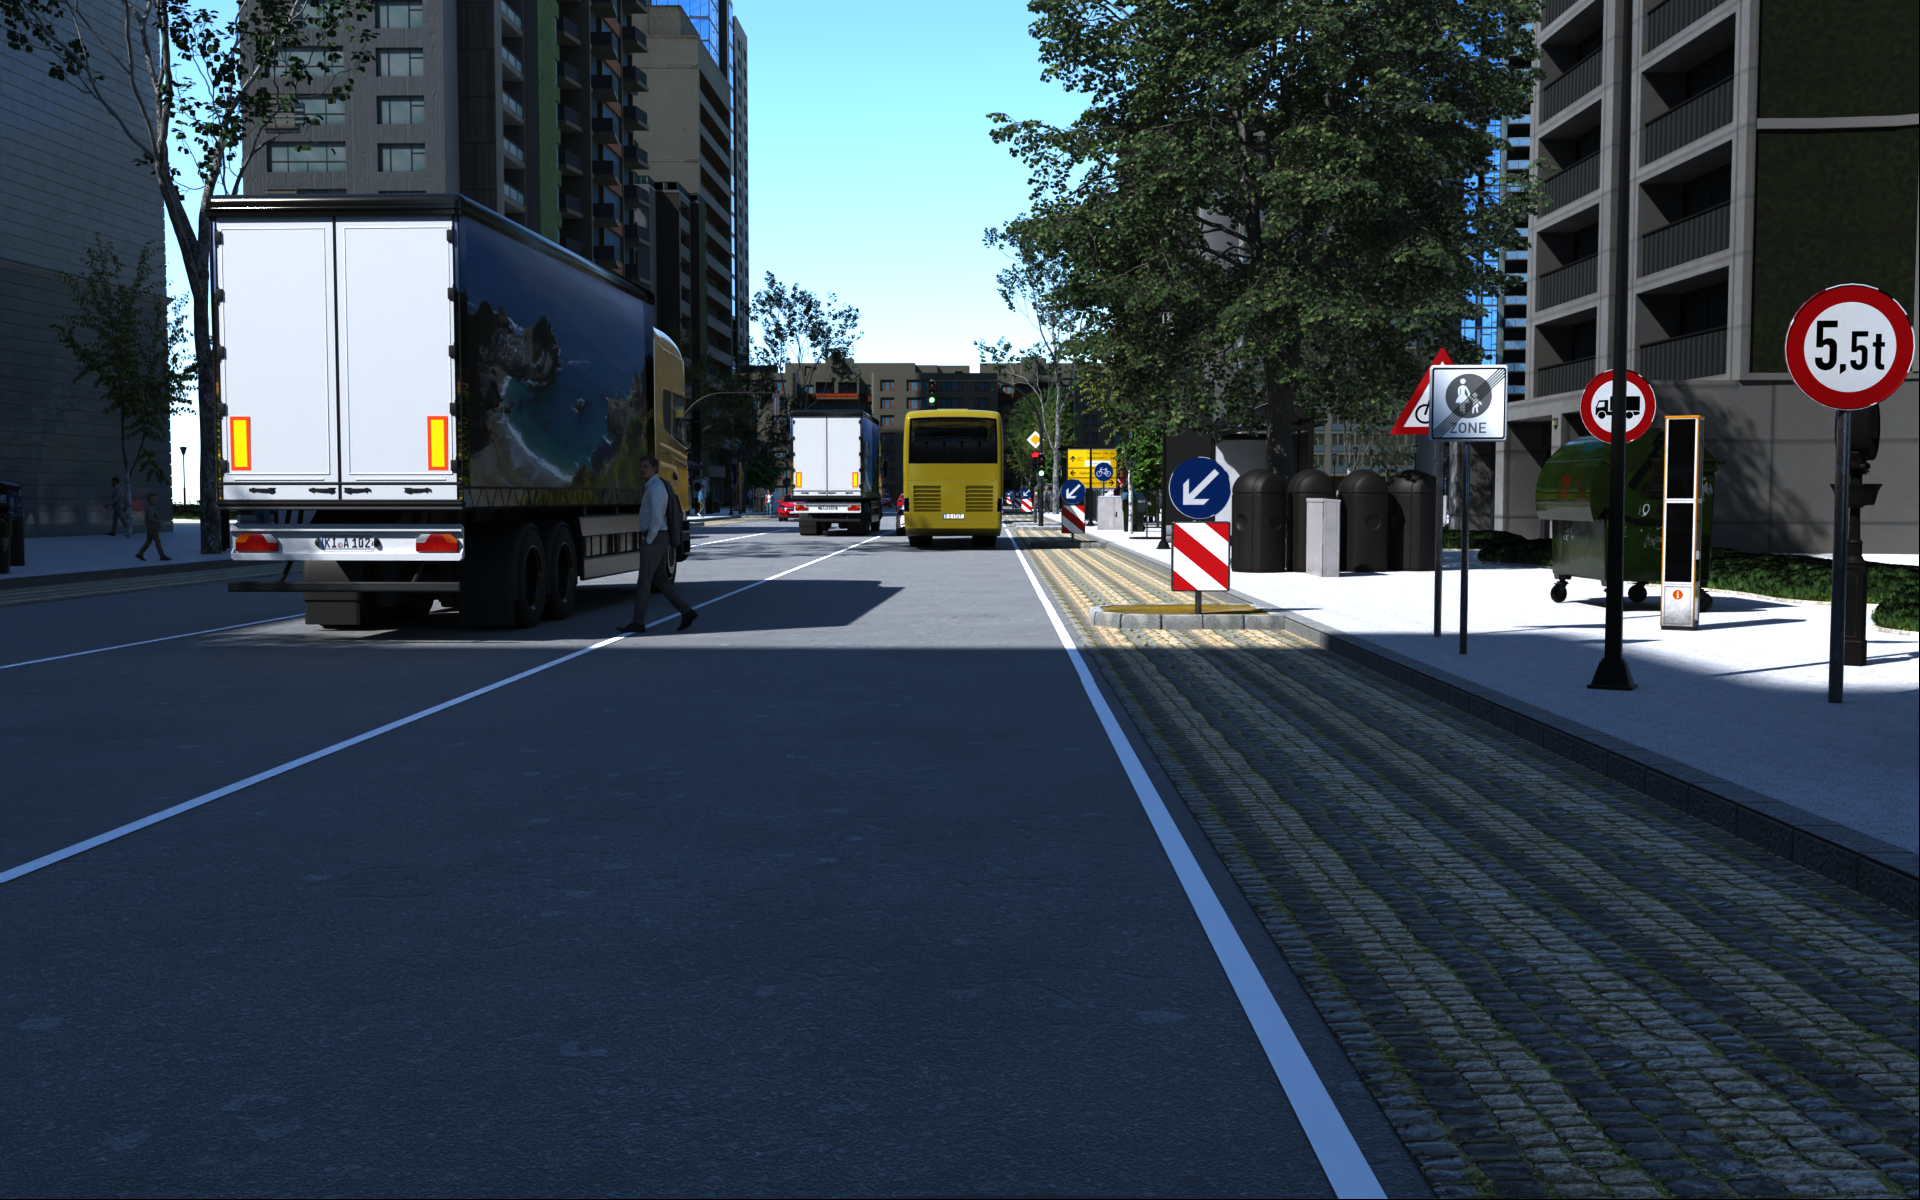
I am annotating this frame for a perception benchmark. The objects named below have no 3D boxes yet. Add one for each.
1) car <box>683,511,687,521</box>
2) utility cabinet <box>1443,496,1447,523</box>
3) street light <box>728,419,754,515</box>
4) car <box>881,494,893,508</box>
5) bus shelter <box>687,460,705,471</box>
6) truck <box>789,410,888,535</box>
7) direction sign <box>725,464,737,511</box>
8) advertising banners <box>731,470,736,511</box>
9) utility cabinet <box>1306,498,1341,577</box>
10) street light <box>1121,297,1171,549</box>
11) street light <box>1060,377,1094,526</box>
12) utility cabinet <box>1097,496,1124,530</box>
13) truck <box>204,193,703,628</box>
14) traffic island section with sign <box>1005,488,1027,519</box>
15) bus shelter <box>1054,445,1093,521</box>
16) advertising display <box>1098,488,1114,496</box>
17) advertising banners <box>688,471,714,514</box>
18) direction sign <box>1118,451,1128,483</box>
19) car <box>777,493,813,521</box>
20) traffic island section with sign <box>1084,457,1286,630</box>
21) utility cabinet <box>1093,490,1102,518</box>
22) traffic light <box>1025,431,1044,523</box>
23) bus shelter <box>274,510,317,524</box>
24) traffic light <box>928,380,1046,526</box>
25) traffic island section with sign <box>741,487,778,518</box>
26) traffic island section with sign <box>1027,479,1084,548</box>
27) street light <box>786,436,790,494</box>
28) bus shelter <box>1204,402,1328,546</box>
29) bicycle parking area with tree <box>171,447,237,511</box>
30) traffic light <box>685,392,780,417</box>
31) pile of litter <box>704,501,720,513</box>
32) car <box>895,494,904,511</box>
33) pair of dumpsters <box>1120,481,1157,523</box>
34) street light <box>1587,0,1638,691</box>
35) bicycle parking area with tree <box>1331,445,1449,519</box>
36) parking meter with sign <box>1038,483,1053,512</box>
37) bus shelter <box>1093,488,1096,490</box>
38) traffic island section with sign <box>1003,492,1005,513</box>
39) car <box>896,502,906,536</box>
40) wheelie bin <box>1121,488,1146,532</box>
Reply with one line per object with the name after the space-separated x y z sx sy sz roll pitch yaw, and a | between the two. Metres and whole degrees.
-10.004 -2.663 55.905 2.083 1.381 4.827 0 4 1 | car
20.845 -3.969 76.047 1.020 1.237 0.306 1 4 20 | utility cabinet
-13.570 -8.200 106.605 1.470 5.913 1.316 0 4 1 | street light
-7.964 -10.477 180.332 2.155 1.783 4.494 0 4 1 | car
-16.328 -6.566 101.277 2.014 3.302 5.546 0 4 1 | bus shelter
-4.327 -4.550 63.299 2.839 4.237 11.283 0 4 1 | truck
-17.285 -8.492 130.834 0.876 3.537 0.379 1 4 8 | direction sign
-16.834 -8.147 129.387 0.090 3.025 2.074 0 4 5 | advertising banners
5.710 -0.982 27.210 0.306 1.237 1.020 0 4 -3 | utility cabinet
4.211 -4.143 40.277 1.470 5.913 1.316 0 4 1 | street light
4.666 -5.896 68.940 1.470 5.913 1.316 0 4 1 | street light
5.446 -3.111 62.021 1.020 1.237 0.306 1 4 20 | utility cabinet
-5.547 -2.012 21.805 2.839 4.237 11.283 0 4 3 | truck
3.778 -5.691 101.669 1.989 1.847 2.006 0 4 1 | traffic island section with sign
5.674 -5.808 86.247 1.731 3.624 6.357 0 4 1 | bus shelter
7.887 -5.399 93.485 0.974 1.923 0.123 1 4 13 | advertising display
-16.807 -7.045 111.378 2.074 3.025 0.090 1 4 18 | advertising banners
8.514 -5.957 89.390 0.876 3.537 0.379 2 4 24 | direction sign
-8.616 -5.069 91.915 2.155 1.783 4.494 0 4 -1 | car
2.450 -0.643 19.134 1.989 1.847 2.006 0 4 1 | traffic island section with sign
6.890 -5.018 90.731 0.318 1.500 1.173 -3 5 -43 | utility cabinet
3.331 -5.385 76.961 0.839 4.253 0.868 0 4 1 | traffic light
-17.153 -3.292 47.749 2.014 3.302 5.546 0 4 1 | bus shelter
1.110 -5.762 68.869 4.771 5.953 1.251 0 4 1 | traffic light
-11.838 -5.745 102.551 1.989 1.847 2.006 0 4 1 | traffic island section with sign
2.879 -2.304 46.303 1.989 1.847 2.006 0 4 1 | traffic island section with sign
-13.025 -9.953 135.267 1.470 5.913 1.316 0 4 1 | street light
6.967 -2.829 40.178 2.014 3.302 5.546 0 4 1 | bus shelter
-44.556 -7.204 104.783 8.231 4.147 9.016 2 4 27 | bicycle parking area with tree
-10.436 -6.271 77.200 4.771 5.953 1.251 0 4 1 | traffic light
-17.176 -6.497 120.199 1.176 0.858 1.719 1 4 12 | pile of litter
-3.988 -7.699 134.926 2.155 1.783 4.494 0 4 -1 | car
8.168 -4.636 78.299 1.574 2.255 4.437 0 4 1 | pair of dumpsters
3.783 -2.371 11.311 1.470 5.913 1.316 0 4 1 | street light
25.349 -7.154 103.967 9.016 4.147 8.231 -1 4 -15 | bicycle parking area with tree
6.322 -7.644 121.248 1.738 3.016 0.543 0 4 -5 | parking meter with sign
7.151 -6.281 96.623 2.014 3.302 5.546 0 4 1 | bus shelter
4.203 -7.339 128.621 1.989 1.847 2.006 0 4 1 | traffic island section with sign
-1.218 -2.971 60.939 2.083 1.381 4.827 0 4 2 | car
5.901 -3.131 59.102 0.693 1.594 0.980 3 4 36 | wheelie bin
